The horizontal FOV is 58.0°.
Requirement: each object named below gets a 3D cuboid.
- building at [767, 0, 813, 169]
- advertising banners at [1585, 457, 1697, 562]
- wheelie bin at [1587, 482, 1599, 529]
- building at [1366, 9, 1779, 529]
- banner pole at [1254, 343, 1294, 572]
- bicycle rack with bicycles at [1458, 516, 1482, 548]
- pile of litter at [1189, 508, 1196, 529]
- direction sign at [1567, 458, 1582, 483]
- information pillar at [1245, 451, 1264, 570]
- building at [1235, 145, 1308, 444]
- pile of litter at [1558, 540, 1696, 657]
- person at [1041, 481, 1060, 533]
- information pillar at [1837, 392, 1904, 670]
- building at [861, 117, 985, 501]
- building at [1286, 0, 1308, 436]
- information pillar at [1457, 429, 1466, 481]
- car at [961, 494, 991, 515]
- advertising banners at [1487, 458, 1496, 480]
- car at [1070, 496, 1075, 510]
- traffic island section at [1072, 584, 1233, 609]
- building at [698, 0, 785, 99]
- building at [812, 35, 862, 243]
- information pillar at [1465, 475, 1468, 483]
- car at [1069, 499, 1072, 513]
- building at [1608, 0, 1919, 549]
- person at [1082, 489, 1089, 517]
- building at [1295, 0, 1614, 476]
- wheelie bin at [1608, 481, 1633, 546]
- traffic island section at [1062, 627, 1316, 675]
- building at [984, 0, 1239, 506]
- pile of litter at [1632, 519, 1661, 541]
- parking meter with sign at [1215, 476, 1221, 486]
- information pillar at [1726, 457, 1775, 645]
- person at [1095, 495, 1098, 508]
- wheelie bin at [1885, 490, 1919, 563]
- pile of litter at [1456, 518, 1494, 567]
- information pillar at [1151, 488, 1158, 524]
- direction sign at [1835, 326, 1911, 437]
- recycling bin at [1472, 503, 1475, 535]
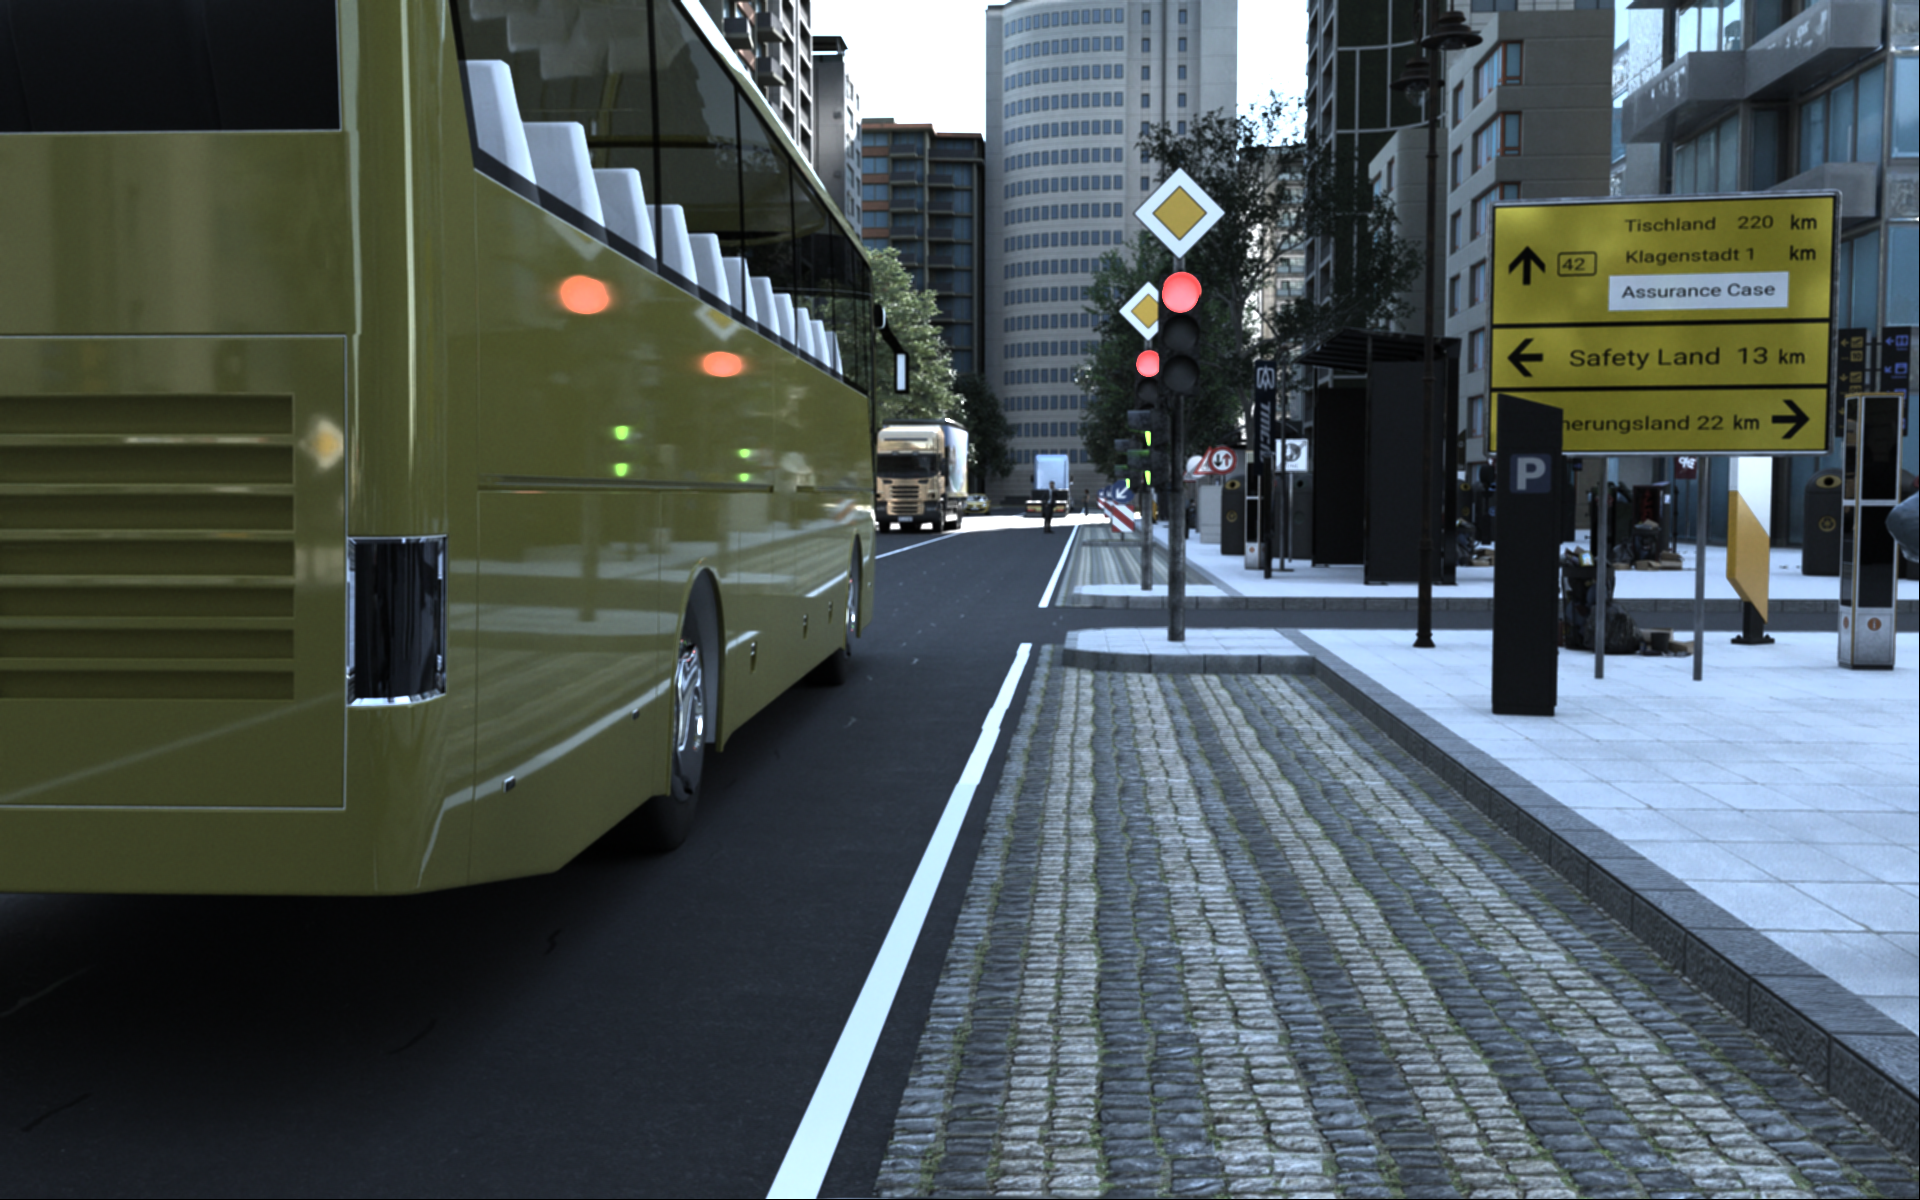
[{"bbox_3d":[-20.469,-42.835,138.605,20.563,71.187,20.611,0,4,4],"label":"building"},{"bbox_3d":[12.434,-2.155,31.428,2.074,3.025,0.090,0,4,4],"label":"advertising banners"},{"bbox_3d":[16.490,-2.228,44.344,0.980,1.594,0.693,-2,4,-33],"label":"wheelie bin"},{"bbox_3d":[34.108,-14.108,75.705,27.650,21.520,28.899,0,4,4],"label":"building"},{"bbox_3d":[5.161,-2.360,28.611,0.863,3.779,0.401,-2,4,-30],"label":"banner pole"},{"bbox_3d":[10.769,-1.673,40.732,2.925,0.926,2.852,0,4,6],"label":"bicycle rack with bicycles"},{"bbox_3d":[8.850,-3.092,64.527,1.176,0.858,1.719,0,4,-2],"label":"pile of litter"},{"bbox_3d":[20.526,-4.057,58.322,0.876,3.537,0.379,-1,4,-8],"label":"direction sign"},{"bbox_3d":[5.052,-1.526,29.435,0.304,2.012,0.304,3,5,44],"label":"information pillar"},{"bbox_3d":[38.329,-31.398,196.944,14.086,41.232,14.154,0,4,4],"label":"building"},{"bbox_3d":[5.403,-0.029,14.432,1.176,0.858,1.719,0,4,-4],"label":"pile of litter"},{"bbox_3d":[3.341,-3.422,63.816,0.648,1.900,0.474,-3,4,-36],"label":"person"},{"bbox_3d":[6.665,-0.501,12.688,0.304,2.012,0.304,1,4,8],"label":"information pillar"},{"bbox_3d":[-11.298,-33.616,204.244,28.867,44.769,22.147,0,4,4],"label":"building"},{"bbox_3d":[37.358,-50.832,143.776,22.319,86.520,31.000,0,4,4],"label":"building"},{"bbox_3d":[17.945,-4.339,62.290,0.504,3.616,0.183,3,5,39],"label":"information pillar"},{"bbox_3d":[1.132,-6.558,117.449,2.015,1.641,3.980,0,4,4],"label":"car"},{"bbox_3d":[18.287,-3.960,60.939,0.090,3.025,2.074,-1,4,-11],"label":"advertising banners"},{"bbox_3d":[9.339,-8.832,156.764,2.083,1.381,4.827,0,4,5],"label":"car"},{"bbox_3d":[2.510,-0.051,23.107,2.009,0.180,2.903,0,4,4],"label":"traffic island section"},{"bbox_3d":[-23.766,-28.151,114.896,22.147,44.769,28.867,0,4,4],"label":"building"},{"bbox_3d":[-16.315,-29.011,157.928,14.086,41.232,14.154,0,4,4],"label":"building"},{"bbox_3d":[18.998,-3.730,65.484,0.304,2.012,0.304,2,4,35],"label":"information pillar"},{"bbox_3d":[7.416,-7.352,129.988,2.009,1.686,4.222,0,4,6],"label":"car"},{"bbox_3d":[32.640,-25.925,43.489,30.456,49.044,23.786,0,4,4],"label":"building"},{"bbox_3d":[7.919,-6.139,109.586,0.721,1.735,1.217,-1,4,-11],"label":"person"},{"bbox_3d":[33.188,-41.619,118.726,20.563,71.187,20.611,0,4,4],"label":"building"},{"bbox_3d":[16.246,-2.123,42.619,0.693,1.594,0.980,2,4,26],"label":"wheelie bin"},{"bbox_3d":[1.912,0.436,15.145,2.009,0.180,2.903,0,4,4],"label":"traffic island section"},{"bbox_3d":[17.132,-40.324,201.297,28.212,58.520,21.231,0,4,4],"label":"building"},{"bbox_3d":[11.721,-0.939,29.322,1.719,0.858,1.176,1,4,21],"label":"pile of litter"},{"bbox_3d":[11.471,-4.833,75.282,1.738,3.016,0.543,-1,4,-15],"label":"parking meter with sign"},{"bbox_3d":[6.738,-1.429,14.719,0.504,3.616,0.183,-2,4,-32],"label":"information pillar"},{"bbox_3d":[13.282,-9.580,165.851,1.217,1.743,0.721,1,4,22],"label":"person"},{"bbox_3d":[2.979,0.204,4.573,0.980,1.594,0.693,1,4,22],"label":"wheelie bin"},{"bbox_3d":[9.334,-1.055,31.222,1.719,0.858,1.176,-3,5,-44],"label":"pile of litter"},{"bbox_3d":[8.293,-5.071,74.258,0.183,3.616,0.504,-2,4,-24],"label":"information pillar"},{"bbox_3d":[12.415,-1.934,23.622,0.876,3.537,0.379,2,4,28],"label":"direction sign"},{"bbox_3d":[14.118,-2.243,49.223,0.722,1.027,0.722,-1,4,-17],"label":"recycling bin"}]
